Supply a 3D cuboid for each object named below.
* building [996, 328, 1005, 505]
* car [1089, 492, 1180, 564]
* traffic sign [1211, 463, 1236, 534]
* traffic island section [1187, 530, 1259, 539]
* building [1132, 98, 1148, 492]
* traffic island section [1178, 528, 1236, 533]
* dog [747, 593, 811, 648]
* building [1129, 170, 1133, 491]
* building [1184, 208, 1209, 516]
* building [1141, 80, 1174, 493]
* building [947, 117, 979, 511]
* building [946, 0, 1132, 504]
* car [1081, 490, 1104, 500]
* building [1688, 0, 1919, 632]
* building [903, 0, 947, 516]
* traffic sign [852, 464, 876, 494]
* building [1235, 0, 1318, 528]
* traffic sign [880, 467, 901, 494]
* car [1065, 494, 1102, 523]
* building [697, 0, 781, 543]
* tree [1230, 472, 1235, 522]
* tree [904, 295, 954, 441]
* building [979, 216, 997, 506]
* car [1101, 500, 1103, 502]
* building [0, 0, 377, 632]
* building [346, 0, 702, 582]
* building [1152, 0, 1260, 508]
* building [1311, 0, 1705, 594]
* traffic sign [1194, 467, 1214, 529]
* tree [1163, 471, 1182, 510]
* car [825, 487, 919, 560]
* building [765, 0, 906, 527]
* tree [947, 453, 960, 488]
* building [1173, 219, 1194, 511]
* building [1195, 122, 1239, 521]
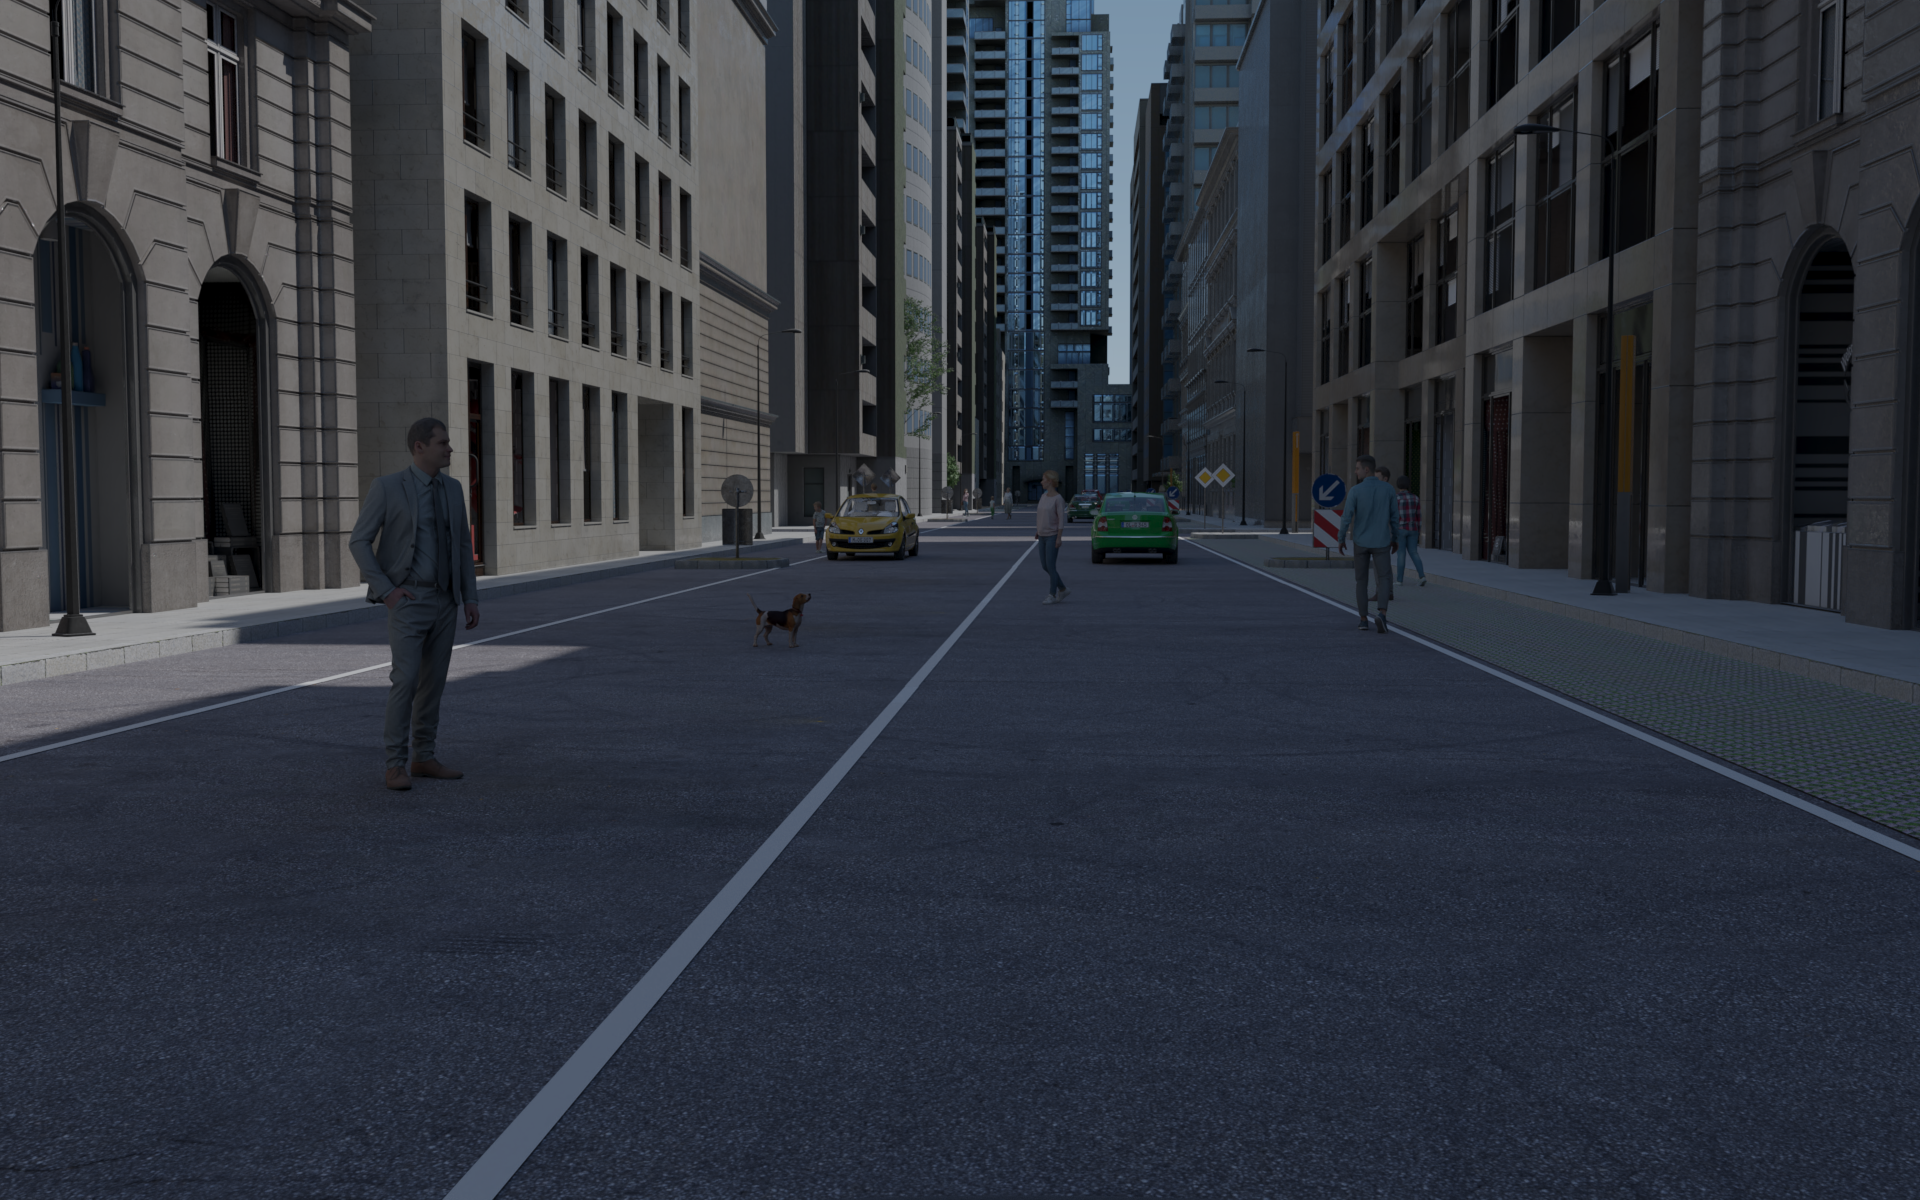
[{"bbox_3d":[-9.740,-21.953,203.970,28.899,21.520,27.650,0,4,4],"label":"building"},{"bbox_3d":[3.727,-1.724,36.988,1.959,1.807,4.718,0,4,6],"label":"car"},{"bbox_3d":[8.512,-3.207,56.080,0.795,2.450,0.064,0,4,4],"label":"traffic sign"},{"bbox_3d":[8.536,-2.072,56.156,2.009,0.180,2.903,0,4,4],"label":"traffic island section"},{"bbox_3d":[31.227,-35.412,202.695,21.300,48.544,21.600,0,4,4],"label":"building"},{"bbox_3d":[9.081,-2.559,64.122,2.009,0.180,2.903,0,4,4],"label":"traffic island section"},{"bbox_3d":[-1.698,0.185,16.266,0.540,0.507,0.406,-1,4,-17],"label":"dog"},{"bbox_3d":[29.707,-35.406,229.001,14.200,45.320,14.600,0,4,4],"label":"building"},{"bbox_3d":[19.612,-15.936,109.709,9.793,20.994,18.267,0,4,4],"label":"building"},{"bbox_3d":[26.930,-32.726,185.178,14.600,45.320,14.200,0,4,4],"label":"building"},{"bbox_3d":[-6.205,-22.110,133.192,14.160,30.474,14.107,0,4,4],"label":"building"},{"bbox_3d":[7.370,-56.250,232.352,31.000,86.520,22.319,0,4,4],"label":"building"},{"bbox_3d":[11.059,-8.445,146.756,2.281,1.827,5.304,0,4,5],"label":"car"},{"bbox_3d":[14.214,-10.238,9.199,13.314,21.916,24.055,0,4,4],"label":"building"},{"bbox_3d":[-12.330,-34.347,103.581,21.231,58.520,28.212,0,4,4],"label":"building"},{"bbox_3d":[-3.154,-3.257,56.896,0.795,2.450,0.064,0,4,4],"label":"traffic sign"},{"bbox_3d":[26.708,-15.281,68.904,30.058,24.678,14.314,0,4,4],"label":"building"},{"bbox_3d":[-2.609,-3.744,64.862,0.795,2.450,0.064,0,4,4],"label":"traffic sign"},{"bbox_3d":[6.330,-4.608,87.141,2.131,1.459,4.920,0,4,5],"label":"car"},{"bbox_3d":[-23.284,-14.179,50.917,34.723,24.649,14.460,0,4,4],"label":"building"},{"bbox_3d":[12.920,-5.176,79.234,1.663,3.219,1.824,0,3,0],"label":"tree"},{"bbox_3d":[-3.908,-9.691,84.197,9.928,11.665,9.643,0,3,0],"label":"tree"},{"bbox_3d":[-3.548,-24.932,179.336,14.160,30.474,14.107,0,4,4],"label":"building"},{"bbox_3d":[8.754,-5.342,96.142,1.959,1.807,4.718,0,4,2],"label":"car"},{"bbox_3d":[-14.968,-10.428,12.302,13.314,21.916,24.055,0,4,4],"label":"building"},{"bbox_3d":[-11.992,-10.918,33.266,10.420,20.320,16.860,0,4,4],"label":"building"},{"bbox_3d":[30.467,-33.186,162.192,23.786,49.044,30.456,0,4,4],"label":"building"},{"bbox_3d":[19.811,-14.268,37.795,19.350,26.468,34.151,0,4,4],"label":"building"},{"bbox_3d":[9.057,-3.694,64.047,0.795,2.450,0.064,0,4,4],"label":"traffic sign"},{"bbox_3d":[17.721,-9.209,145.174,1.663,3.219,1.824,0,3,0],"label":"tree"},{"bbox_3d":[-1.937,-1.746,38.773,2.015,1.641,3.980,0,4,5],"label":"car"},{"bbox_3d":[-9.915,-18.371,72.061,14.160,30.474,14.107,0,4,4],"label":"building"},{"bbox_3d":[-1.507,-8.524,123.088,4.285,4.588,4.351,0,3,0],"label":"tree"},{"bbox_3d":[21.869,-18.331,128.592,11.050,23.489,19.941,0,4,4],"label":"building"},{"bbox_3d":[18.698,-15.526,90.004,11.583,22.565,21.152,0,4,4],"label":"building"}]
